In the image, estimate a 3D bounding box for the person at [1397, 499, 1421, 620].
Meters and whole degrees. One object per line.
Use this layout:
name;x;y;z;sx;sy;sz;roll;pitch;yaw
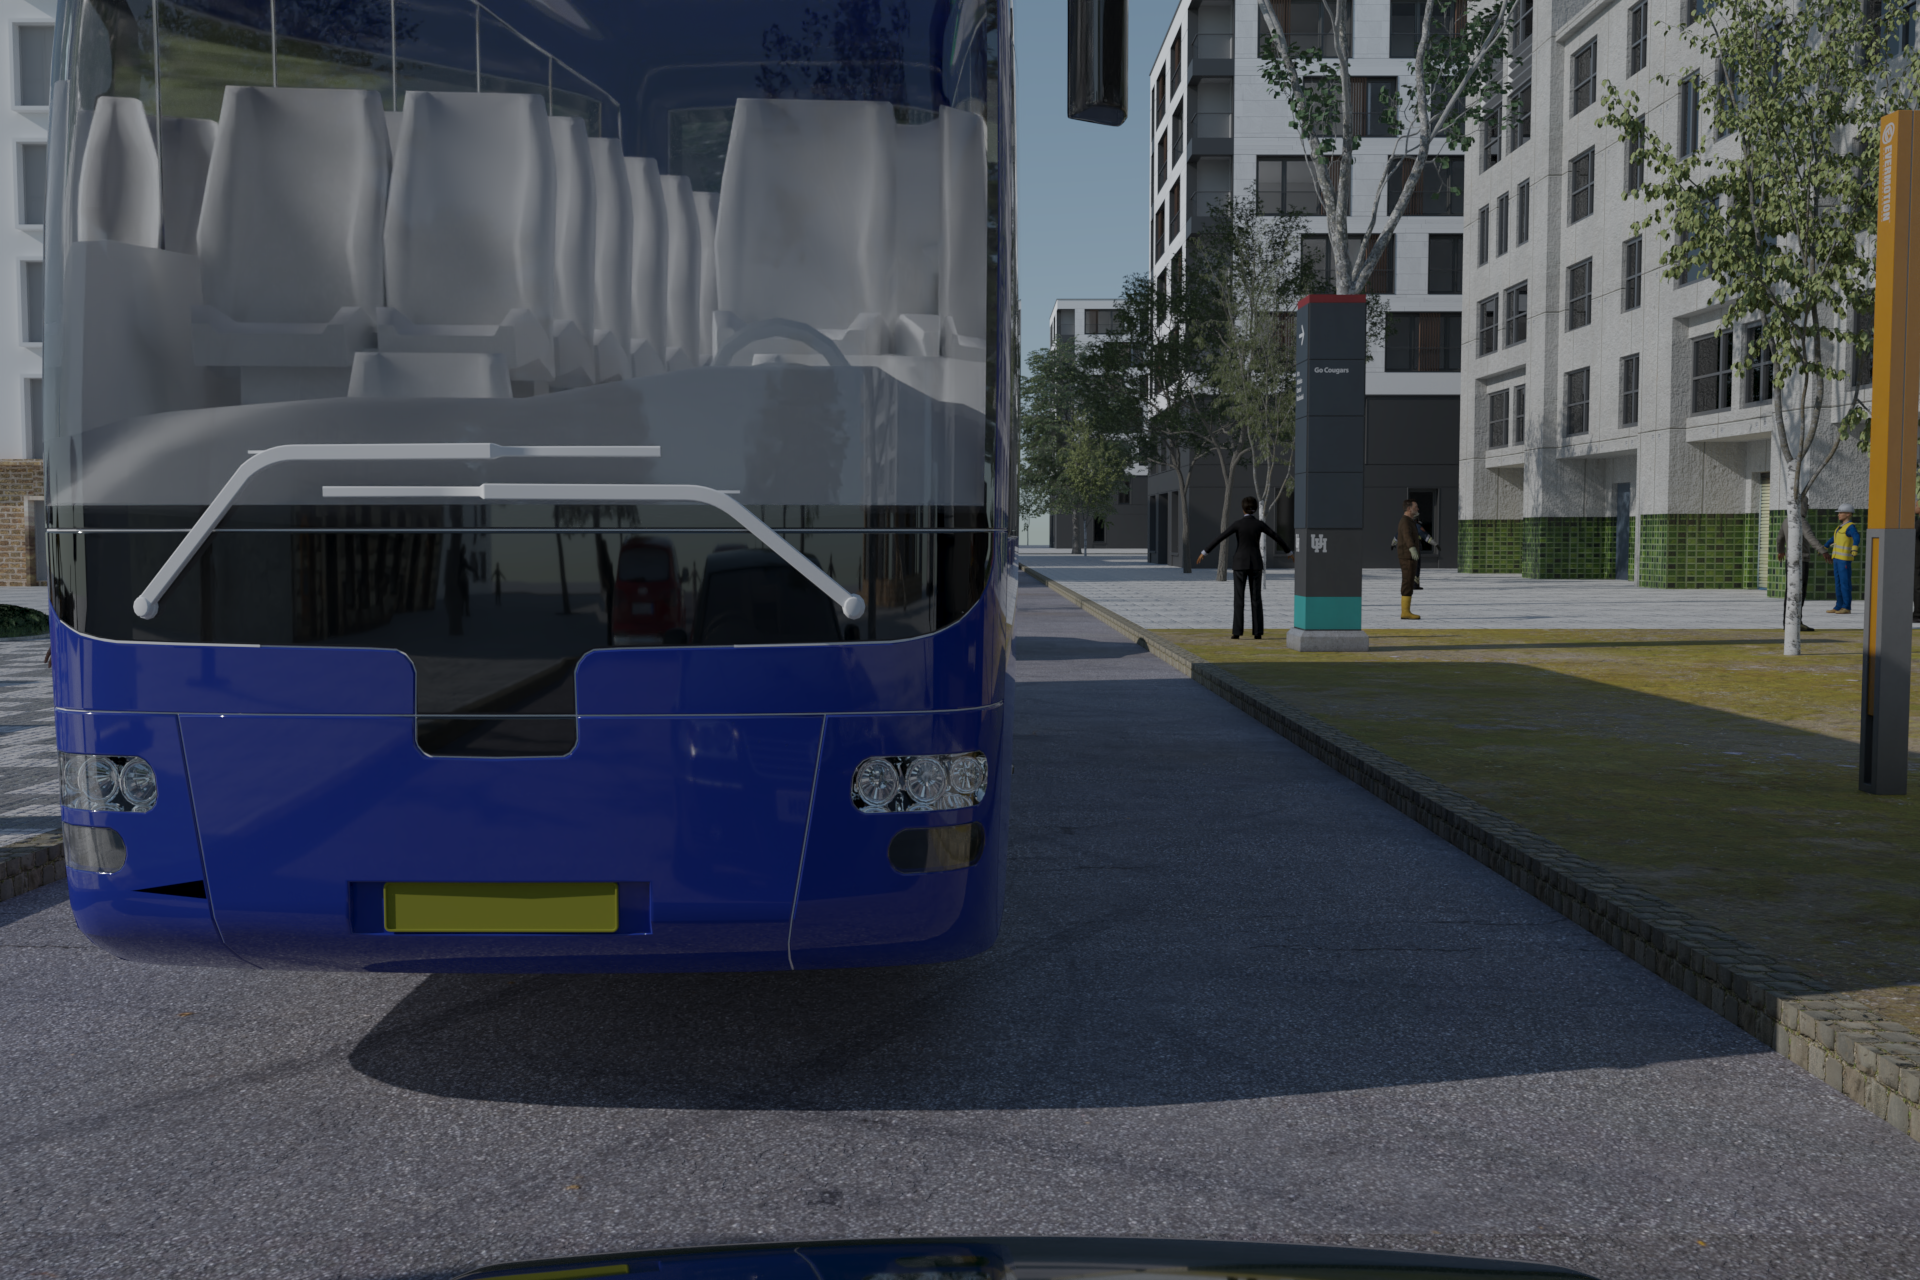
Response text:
person;6.778;-1.217;26.038;0.704;1.812;1.346;1;4;15

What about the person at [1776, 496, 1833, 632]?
person;11.102;-1.026;22.908;0.705;1.813;1.348;0;4;0

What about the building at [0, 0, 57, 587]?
building;-24.956;-11.456;43.733;16.016;20.090;11.380;0;4;1

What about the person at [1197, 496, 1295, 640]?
person;3.500;-0.882;21.137;1.216;1.740;0.721;0;4;-3

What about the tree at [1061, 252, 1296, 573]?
tree;7.496;-7.480;56.712;8.767;10.594;7.601;0;4;5

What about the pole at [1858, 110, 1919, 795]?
pole;4.576;-0.896;8.491;0.158;3.312;0.155;0;3;0

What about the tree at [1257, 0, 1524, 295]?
tree;7.996;-10.614;29.435;12.611;20.169;13.585;0;3;0

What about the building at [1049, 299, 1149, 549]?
building;22.438;-19.740;166.728;27.936;21.610;32.646;0;4;0

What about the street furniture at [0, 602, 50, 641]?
street furniture;-8.647;-0.375;21.755;10.072;0.657;5.734;1;4;13

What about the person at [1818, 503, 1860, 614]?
person;14.142;-1.310;27.884;0.721;1.772;1.216;0;4;2

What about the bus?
bus;-1.053;-1.118;9.825;2.896;3.916;12.251;0;4;0

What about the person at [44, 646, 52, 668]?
person;-3.549;0.064;7.604;0.705;1.806;1.347;0;4;1

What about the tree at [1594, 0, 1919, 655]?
tree;8.739;-4.131;17.909;4.737;8.622;4.395;0;3;0

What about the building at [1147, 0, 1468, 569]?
building;22.353;-14.414;79.643;27.936;21.610;32.646;0;3;0

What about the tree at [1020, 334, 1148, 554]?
tree;7.332;-12.372;108.938;9.857;13.997;8.962;0;3;0

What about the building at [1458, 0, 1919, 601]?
building;24.767;-10.687;41.185;16.747;18.905;31.486;0;4;1

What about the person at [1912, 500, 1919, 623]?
person;13.886;-1.151;25.045;1.346;1.802;0.704;-3;4;-36

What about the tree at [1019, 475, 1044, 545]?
tree;7.559;-15.197;198.828;4.737;8.622;4.395;0;3;0

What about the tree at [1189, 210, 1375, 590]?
tree;6.979;-5.485;40.035;4.360;8.622;3.978;0;3;0

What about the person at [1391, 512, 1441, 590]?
person;10.428;-2.081;39.810;0.705;1.856;1.354;-3;5;-39

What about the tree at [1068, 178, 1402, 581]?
tree;7.121;-6.844;46.311;8.767;10.594;7.601;0;4;-8

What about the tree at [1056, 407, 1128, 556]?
tree;7.344;-9.142;99.832;4.737;8.622;4.395;0;3;0

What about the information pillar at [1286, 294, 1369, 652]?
information pillar;4.068;-1.817;19.086;0.750;3.857;0.750;0;4;0
